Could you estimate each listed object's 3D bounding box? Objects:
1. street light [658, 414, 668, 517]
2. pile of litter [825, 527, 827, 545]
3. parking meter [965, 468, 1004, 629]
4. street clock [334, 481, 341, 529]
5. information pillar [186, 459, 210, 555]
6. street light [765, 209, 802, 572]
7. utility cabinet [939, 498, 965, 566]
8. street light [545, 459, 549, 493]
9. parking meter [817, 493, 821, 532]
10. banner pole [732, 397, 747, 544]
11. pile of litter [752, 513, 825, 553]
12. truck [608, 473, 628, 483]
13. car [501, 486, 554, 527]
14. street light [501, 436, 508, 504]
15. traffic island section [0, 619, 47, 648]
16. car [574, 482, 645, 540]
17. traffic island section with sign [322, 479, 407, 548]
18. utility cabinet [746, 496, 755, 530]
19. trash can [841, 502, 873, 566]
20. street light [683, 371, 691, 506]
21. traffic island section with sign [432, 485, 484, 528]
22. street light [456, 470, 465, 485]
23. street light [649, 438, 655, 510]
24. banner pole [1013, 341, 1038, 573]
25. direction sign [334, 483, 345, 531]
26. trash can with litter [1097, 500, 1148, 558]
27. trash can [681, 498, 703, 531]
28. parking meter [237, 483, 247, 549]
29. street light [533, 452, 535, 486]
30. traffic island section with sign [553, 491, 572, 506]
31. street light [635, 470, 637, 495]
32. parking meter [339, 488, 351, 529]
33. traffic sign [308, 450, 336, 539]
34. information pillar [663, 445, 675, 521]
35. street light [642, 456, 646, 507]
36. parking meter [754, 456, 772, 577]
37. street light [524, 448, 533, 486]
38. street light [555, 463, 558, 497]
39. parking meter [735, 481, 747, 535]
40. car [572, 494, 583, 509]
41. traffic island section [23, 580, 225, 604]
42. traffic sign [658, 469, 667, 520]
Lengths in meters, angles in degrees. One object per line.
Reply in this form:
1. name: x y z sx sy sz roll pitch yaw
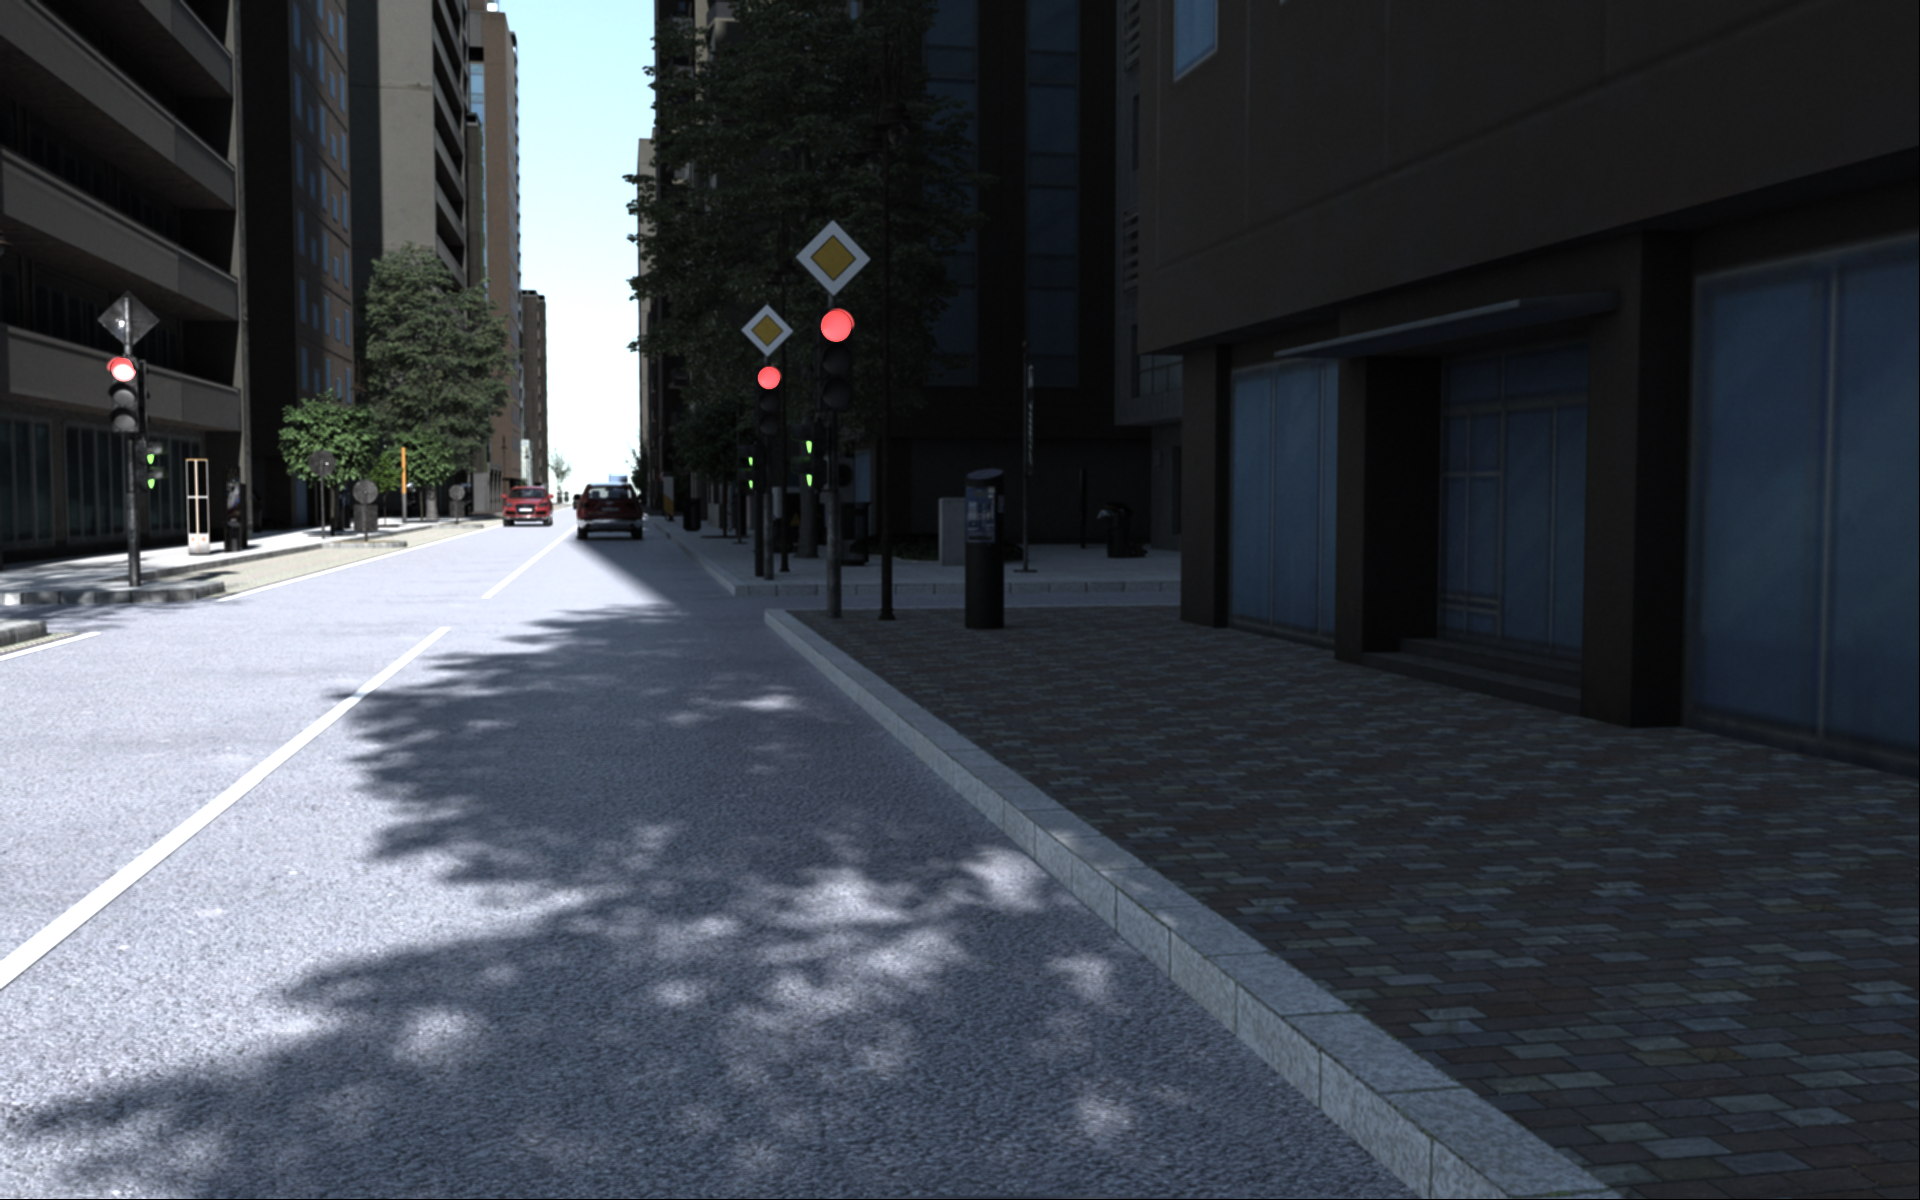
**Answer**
1. street light: -17.876 -8.035 104.160 0.468 5.910 1.993 -1 4 -11
2. pile of litter: -3.853 -1.820 43.721 1.719 0.858 1.176 -1 4 -15
3. parking meter: 0.236 -0.499 16.576 0.372 1.533 0.369 0 3 0
4. street clock: -22.632 -3.564 62.837 0.471 2.002 0.358 1 4 12
5. information pillar: -15.985 -1.947 36.333 0.304 2.012 0.304 2 4 27
6. street light: -2.897 -3.405 28.457 0.468 5.910 1.993 -1 4 -11
7. utility cabinet: 0.141 -1.219 31.094 1.020 1.237 0.306 -1 4 -16
8. street light: -51.251 -14.823 215.140 0.468 5.910 1.993 -1 4 -11
9. parking meter: -4.020 -2.413 47.861 0.372 1.533 0.369 0 3 0
10. banner pole: -5.750 -3.360 44.955 0.401 3.779 0.863 -1 4 -12
11. pile of litter: -3.936 -1.487 38.277 1.176 0.858 1.719 -2 4 -30
12. truck: -42.423 -13.759 214.725 2.967 4.110 18.799 -1 4 -11
13. car: -19.474 -4.249 78.140 2.281 1.827 5.304 -1 4 -11
14. street light: -35.277 -9.866 134.101 0.468 5.910 1.993 -1 4 -11
15. traffic island section: -9.958 0.367 16.276 2.009 0.180 2.903 -1 4 -11
16. car: -11.362 -2.903 56.139 2.281 1.827 5.304 -1 4 -12
17. traffic island section with sign: -15.920 -2.311 46.409 1.989 1.847 2.006 -1 4 -11
18. utility cabinet: -7.562 -3.142 62.532 0.306 1.237 1.020 -1 4 -23
19. trash can: -1.937 -1.183 31.003 0.748 1.137 0.748 0 3 0
20. street light: -10.002 -5.576 63.959 0.468 5.910 1.993 -1 4 -11
21. traffic island section with sign: -21.159 -3.938 73.007 1.989 1.847 2.006 -1 4 -11
22. street light: -28.354 -7.716 98.940 0.468 5.910 1.993 -1 4 -11
23. street light: -24.667 -10.153 138.789 0.468 5.910 1.993 -1 4 -11
24. banner pole: 1.112 -2.331 28.130 0.401 3.779 0.863 -1 4 -9
25. direction sign: -21.708 -4.185 60.417 0.379 3.537 0.876 0 4 -3
26. trash can with litter: 3.306 -1.447 35.043 0.624 1.170 1.055 3 5 41
27. trash can: -9.316 -2.969 60.188 0.748 1.137 0.748 0 3 0
28. parking meter: -17.035 -1.985 40.870 0.372 1.533 0.369 0 3 0
29. street light: -44.439 -12.705 180.520 0.468 5.910 1.993 -1 4 -11
30. traffic island section with sign: -46.878 -11.905 203.272 1.989 1.847 2.006 -1 4 -11
31. street light: -40.944 -15.162 220.689 0.468 5.910 1.993 -1 4 -11
32. parking meter: -22.696 -3.393 63.887 0.372 1.533 0.369 0 3 0
33. traffic sign: -18.290 -3.032 49.681 0.768 2.556 0.104 0 4 -6
34. information pillar: -13.740 -5.528 81.732 0.504 3.616 0.183 0 4 2
35. street light: -31.631 -12.273 173.457 0.468 5.910 1.993 -1 4 -11
36. parking meter: -3.064 -1.301 26.989 0.255 1.863 0.399 -1 4 -10
37. street light: -42.134 -11.983 168.712 0.468 5.910 1.993 -1 4 -11
38. street light: -58.218 -16.968 250.208 0.468 5.910 1.993 -1 4 -11
39. parking meter: -6.794 -2.936 53.712 0.255 1.863 0.399 -2 4 -24
40. car: -35.539 -9.378 163.123 2.009 1.686 4.222 -1 4 -11
41. traffic island section: -11.504 -0.112 24.110 2.009 0.180 2.903 -1 4 -11
42. traffic sign: -14.498 -5.213 85.338 0.768 2.556 0.104 -1 4 -10
